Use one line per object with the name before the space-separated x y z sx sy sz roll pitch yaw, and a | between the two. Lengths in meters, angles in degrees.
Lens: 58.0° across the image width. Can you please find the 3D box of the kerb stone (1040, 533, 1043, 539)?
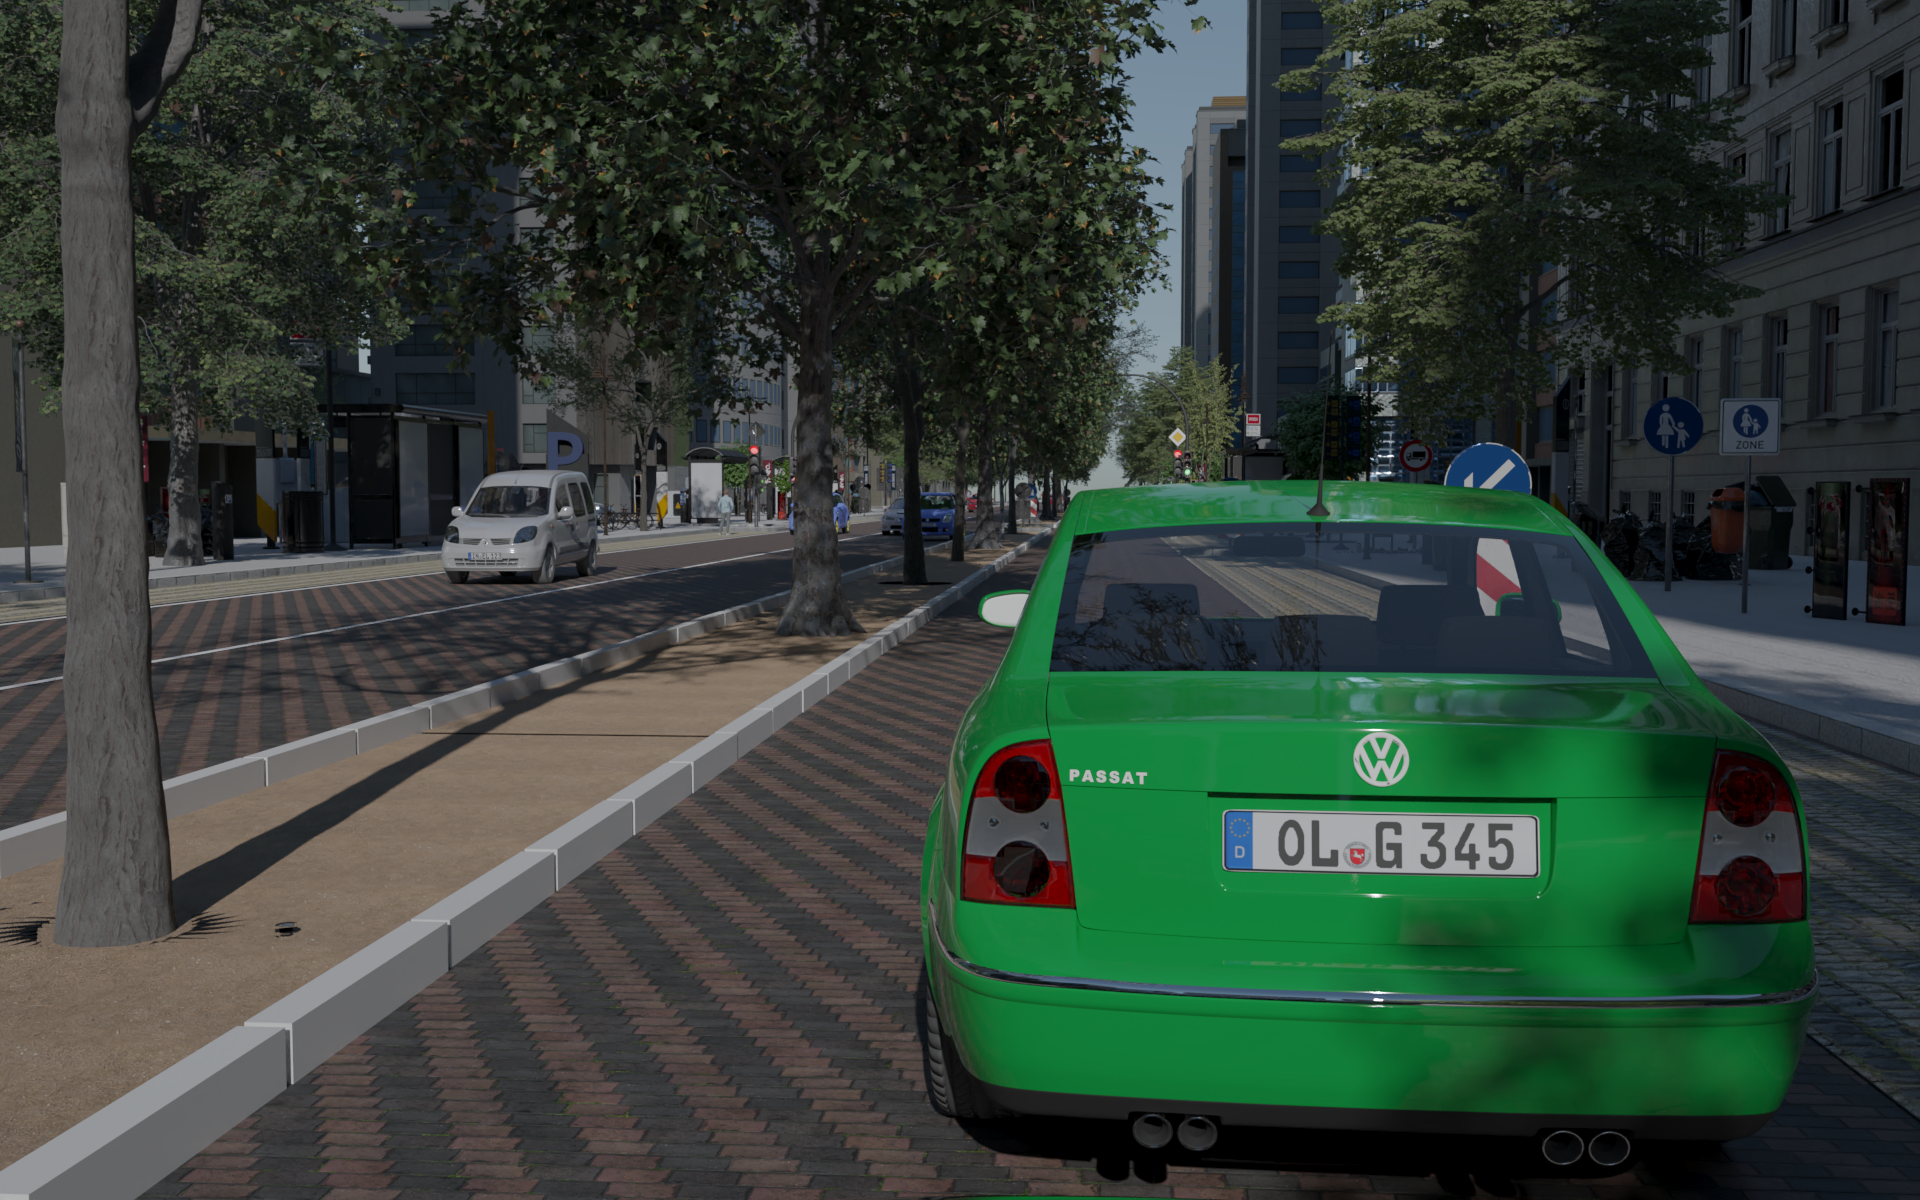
kerb stone | 2.404 -1.929 53.735 0.120 0.150 1.000 0 4 5

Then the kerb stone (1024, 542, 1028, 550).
kerb stone | 1.562 -1.299 43.521 0.120 0.150 1.000 0 4 5

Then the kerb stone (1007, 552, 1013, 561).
kerb stone | 0.975 -0.861 36.367 0.120 0.150 1.000 0 4 5

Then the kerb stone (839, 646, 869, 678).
kerb stone | -0.875 0.507 13.909 0.120 0.150 1.000 0 4 5

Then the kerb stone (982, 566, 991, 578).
kerb stone | 0.390 -0.429 29.211 0.120 0.150 1.000 0 4 5

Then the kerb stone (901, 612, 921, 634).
kerb stone | -0.540 0.262 17.990 0.120 0.150 1.000 0 4 5

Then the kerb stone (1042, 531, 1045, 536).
kerb stone | 2.565 -2.055 55.789 0.120 0.150 1.000 0 4 5

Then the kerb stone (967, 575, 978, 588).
kerb stone | 0.133 -0.242 26.148 0.120 0.150 1.000 0 4 5

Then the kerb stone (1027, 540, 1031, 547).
kerb stone | 1.731 -1.429 45.558 0.120 0.150 1.000 0 4 5

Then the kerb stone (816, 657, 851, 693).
kerb stone | -0.960 0.569 12.890 0.120 0.150 1.000 0 4 5

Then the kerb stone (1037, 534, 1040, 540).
kerb stone | 2.232 -1.803 51.681 0.120 0.150 1.000 0 4 5

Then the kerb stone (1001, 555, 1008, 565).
kerb stone | 0.806 -0.741 34.320 0.120 0.150 1.000 0 4 5

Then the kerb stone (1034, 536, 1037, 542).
kerb stone | 2.058 -1.678 49.639 0.120 0.150 1.000 0 4 5

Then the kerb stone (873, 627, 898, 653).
kerb stone | -0.711 0.383 15.947 0.120 0.150 1.000 0 4 5

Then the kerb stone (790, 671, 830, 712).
kerb stone | -1.046 0.634 11.872 0.120 0.150 1.000 0 4 5

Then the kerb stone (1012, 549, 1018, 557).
kerb stone | 1.143 -0.987 38.418 0.120 0.150 1.000 0 4 5

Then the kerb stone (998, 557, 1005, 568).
kerb stone | 0.728 -0.679 33.295 0.120 0.150 1.000 0 4 5

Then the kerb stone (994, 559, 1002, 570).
kerb stone | 0.638 -0.616 32.275 0.120 0.150 1.000 0 4 5

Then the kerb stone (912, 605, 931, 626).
kerb stone | -0.458 0.195 19.008 0.120 0.150 1.000 0 4 5

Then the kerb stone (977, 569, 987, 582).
kerb stone | 0.298 -0.367 28.192 0.120 0.150 1.000 0 4 5

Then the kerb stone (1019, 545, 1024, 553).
kerb stone | 1.394 -1.178 41.483 0.120 0.150 1.000 0 4 5

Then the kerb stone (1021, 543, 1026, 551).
kerb stone | 1.478 -1.239 42.502 0.120 0.150 1.000 0 4 5

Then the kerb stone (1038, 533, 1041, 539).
kerb stone | 2.326 -1.866 52.711 0.120 0.150 1.000 0 4 5

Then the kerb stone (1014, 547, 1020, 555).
kerb stone | 1.223 -1.051 39.439 0.120 0.150 1.000 0 4 5

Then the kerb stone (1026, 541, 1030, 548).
kerb stone | 1.657 -1.367 44.539 0.120 0.150 1.000 0 4 5

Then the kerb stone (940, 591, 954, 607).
kerb stone | -0.210 0.015 22.071 0.120 0.150 1.000 0 4 5

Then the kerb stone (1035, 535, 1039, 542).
kerb stone | 2.152 -1.741 50.661 0.120 0.150 1.000 0 4 5

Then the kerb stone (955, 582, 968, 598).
kerb stone | -0.029 -0.117 24.110 0.120 0.150 1.000 0 4 5

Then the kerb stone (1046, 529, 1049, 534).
kerb stone | 2.909 -2.304 59.864 0.120 0.150 1.000 0 4 5

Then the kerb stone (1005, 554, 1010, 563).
kerb stone | 0.885 -0.802 35.339 0.120 0.150 1.000 0 4 5

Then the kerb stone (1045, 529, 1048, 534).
kerb stone | 2.820 -2.232 58.846 0.120 0.150 1.000 0 4 5

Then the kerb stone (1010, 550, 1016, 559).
kerb stone | 1.061 -0.925 37.389 0.120 0.150 1.000 0 4 5

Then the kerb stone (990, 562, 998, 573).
kerb stone | 0.552 -0.552 31.257 0.120 0.150 1.000 0 4 5

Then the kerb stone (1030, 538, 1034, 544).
kerb stone | 1.893 -1.554 47.597 0.120 0.150 1.000 0 4 5

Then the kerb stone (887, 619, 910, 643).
kerb stone | -0.626 0.320 16.969 0.120 0.150 1.000 0 4 5

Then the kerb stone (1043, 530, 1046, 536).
kerb stone | 2.660 -2.117 56.807 0.120 0.150 1.000 0 4 5

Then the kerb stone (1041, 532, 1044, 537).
kerb stone | 2.489 -1.986 54.764 0.120 0.150 1.000 0 4 5

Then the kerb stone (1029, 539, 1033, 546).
kerb stone | 1.811 -1.486 46.578 0.120 0.150 1.000 0 4 5

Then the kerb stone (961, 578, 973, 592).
kerb stone | 0.054 -0.178 25.129 0.120 0.150 1.000 0 4 5

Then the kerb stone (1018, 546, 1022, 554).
kerb stone | 1.303 -1.115 40.462 0.120 0.150 1.000 0 4 5

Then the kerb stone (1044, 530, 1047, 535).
kerb stone | 2.744 -2.173 57.826 0.120 0.150 1.000 0 4 5

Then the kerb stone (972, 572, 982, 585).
kerb stone | 0.217 -0.304 27.170 0.120 0.150 1.000 0 4 5

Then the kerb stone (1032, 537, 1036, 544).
kerb stone | 1.979 -1.614 48.620 0.120 0.150 1.000 0 4 5

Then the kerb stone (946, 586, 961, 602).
kerb stone | -0.121 -0.055 23.092 0.120 0.150 1.000 0 4 5

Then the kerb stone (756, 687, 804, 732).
kerb stone | -1.136 0.694 10.853 0.120 0.150 1.000 0 4 5

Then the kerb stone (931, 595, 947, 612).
kerb stone | -0.293 0.070 21.051 0.120 0.150 1.000 0 4 5

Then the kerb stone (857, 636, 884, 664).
kerb stone | -0.797 0.448 14.928 0.120 0.150 1.000 0 4 5

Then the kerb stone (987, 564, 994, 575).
kerb stone | 0.464 -0.492 30.238 0.120 0.150 1.000 0 4 5

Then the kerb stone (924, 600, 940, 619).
kerb stone | -0.368 0.132 20.032 0.120 0.150 1.000 0 4 5
